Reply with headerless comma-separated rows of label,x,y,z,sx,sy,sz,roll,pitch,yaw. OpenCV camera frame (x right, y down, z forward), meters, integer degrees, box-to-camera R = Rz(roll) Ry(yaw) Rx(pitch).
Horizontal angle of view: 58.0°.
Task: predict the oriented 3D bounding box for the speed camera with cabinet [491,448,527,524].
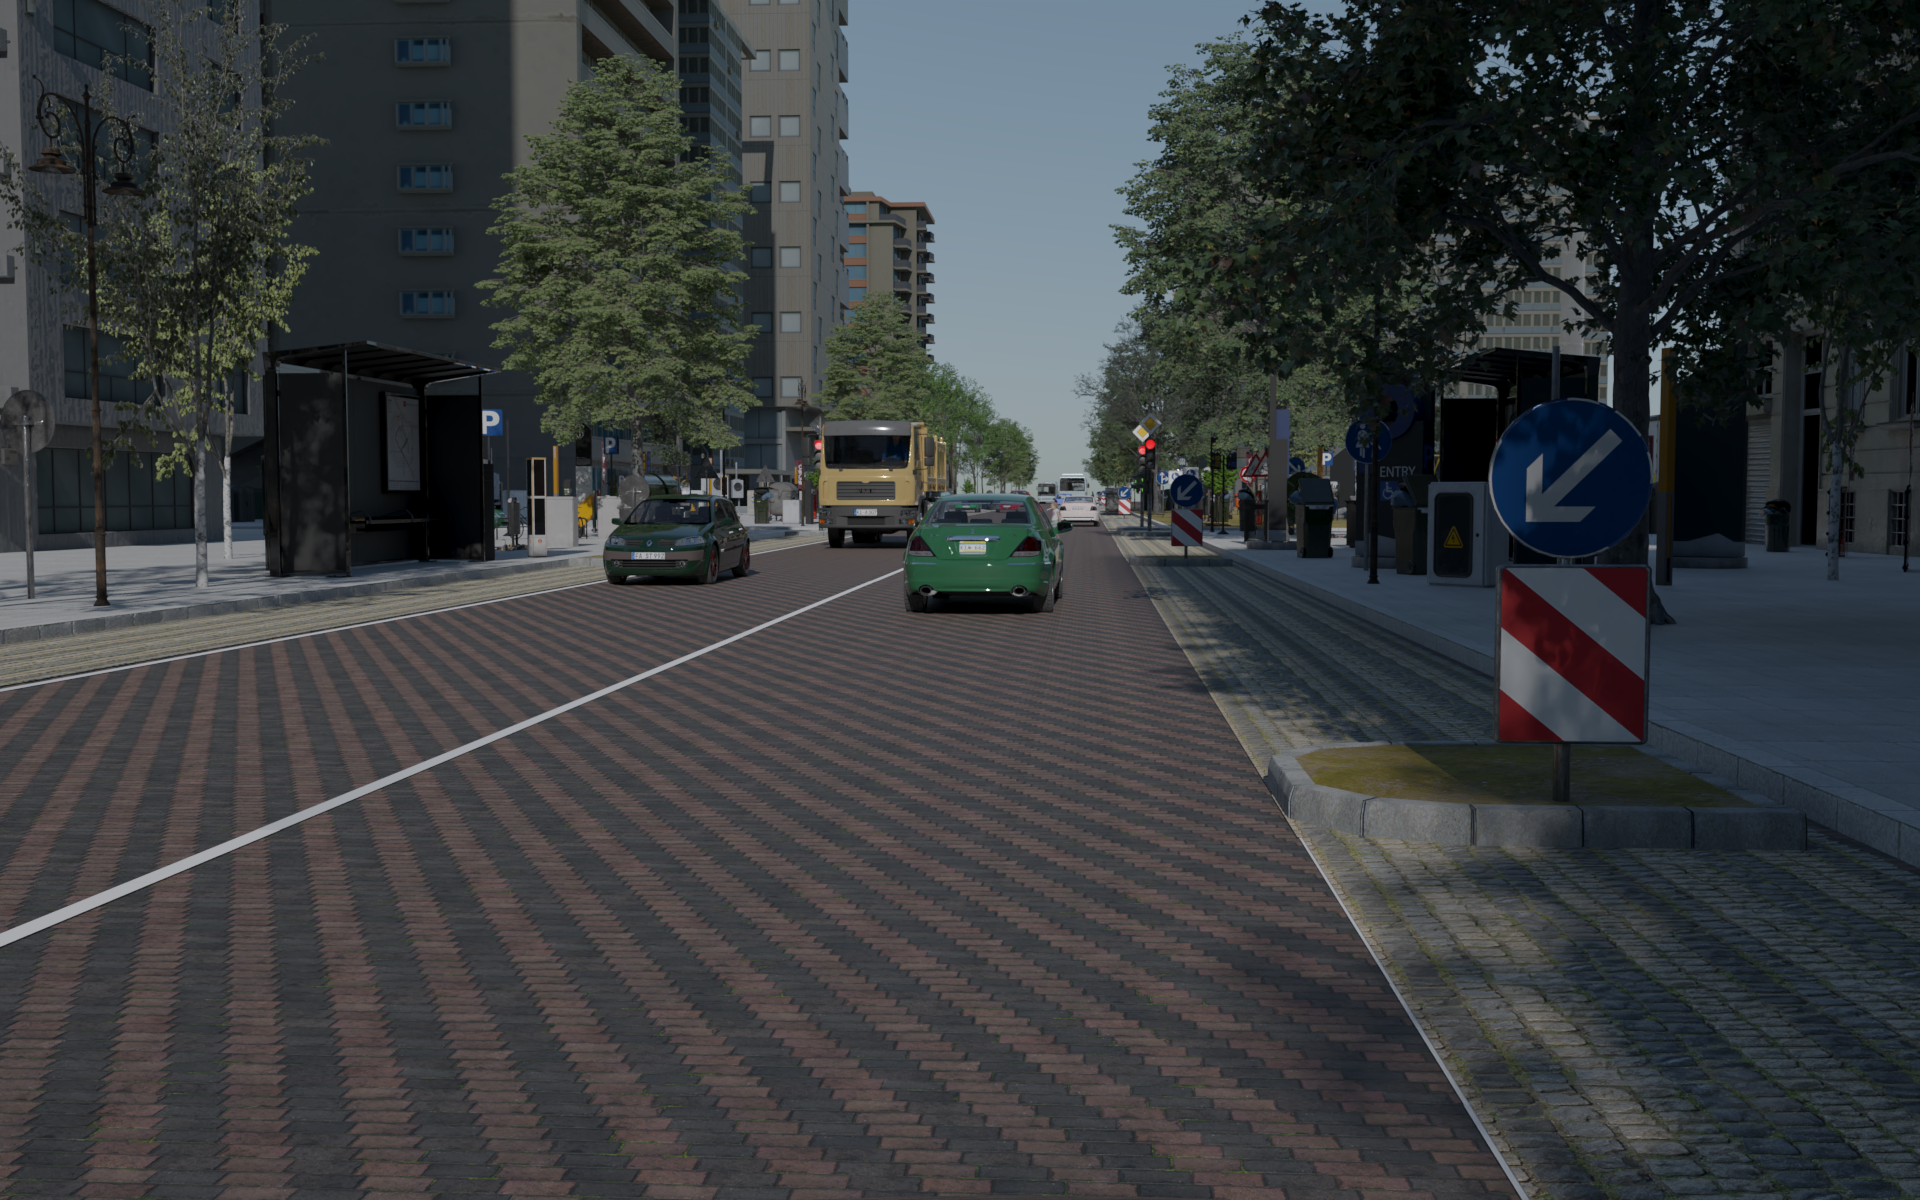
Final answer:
speed camera with cabinet,-19.775,-4.942,75.136,2.038,3.252,0.660,-3,5,-40

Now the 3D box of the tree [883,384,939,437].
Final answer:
tree,-3.274,-9.886,112.005,4.737,8.622,4.395,0,3,0

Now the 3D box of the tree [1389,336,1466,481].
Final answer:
tree,19.799,-7.717,76.527,4.360,8.622,3.978,0,3,0

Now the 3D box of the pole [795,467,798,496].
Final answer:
pole,-12.283,-8.323,129.925,0.158,3.312,0.155,0,3,0

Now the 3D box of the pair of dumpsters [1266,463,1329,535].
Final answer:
pair of dumpsters,10.864,-3.263,55.851,1.574,2.255,4.437,0,4,4

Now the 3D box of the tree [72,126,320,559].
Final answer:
tree,-14.761,-5.125,34.153,4.737,8.622,4.395,0,3,0

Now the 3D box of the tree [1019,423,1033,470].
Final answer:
tree,-0.555,-13.845,152.124,9.928,11.665,9.643,0,3,0

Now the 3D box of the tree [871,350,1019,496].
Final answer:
tree,-2.828,-12.203,125.272,9.928,11.665,9.643,0,3,0

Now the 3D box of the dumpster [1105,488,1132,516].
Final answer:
dumpster,10.485,-6.516,114.760,1.865,1.857,1.264,0,4,5

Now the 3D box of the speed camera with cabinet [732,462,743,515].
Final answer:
speed camera with cabinet,-14.499,-6.914,107.387,2.038,3.252,0.660,-1,4,-18

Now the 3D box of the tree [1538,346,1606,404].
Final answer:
tree,29.449,-8.267,85.520,4.737,8.622,4.395,0,3,0

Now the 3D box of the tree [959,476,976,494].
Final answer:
tree,0.696,-10.905,172.905,1.663,3.219,1.824,0,3,0

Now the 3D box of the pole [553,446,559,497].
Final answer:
pole,-17.157,-4.877,73.574,0.158,3.312,0.155,0,3,0

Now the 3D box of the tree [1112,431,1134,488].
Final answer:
tree,17.405,-13.949,178.432,4.737,8.622,4.395,0,3,0

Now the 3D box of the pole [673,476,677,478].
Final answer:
pole,-14.994,-5.952,91.158,0.158,3.312,0.155,0,3,0

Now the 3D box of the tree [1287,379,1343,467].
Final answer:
tree,21.079,-9.541,106.361,4.737,8.622,4.395,0,3,0

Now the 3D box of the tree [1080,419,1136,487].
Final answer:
tree,19.741,-17.922,210.031,9.611,12.733,9.660,0,3,0

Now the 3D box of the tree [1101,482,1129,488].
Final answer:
tree,26.453,-22.739,289.905,7.486,12.596,7.792,0,3,0

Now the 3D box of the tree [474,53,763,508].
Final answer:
tree,-8.934,-7.790,45.487,7.486,12.596,7.792,0,3,0

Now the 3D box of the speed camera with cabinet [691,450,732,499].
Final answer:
speed camera with cabinet,-11.438,-5.106,77.813,2.038,3.252,0.660,0,4,6

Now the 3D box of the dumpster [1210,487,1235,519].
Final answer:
dumpster,13.348,-5.055,88.410,1.264,1.857,1.865,0,4,4

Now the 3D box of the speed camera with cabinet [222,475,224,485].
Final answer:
speed camera with cabinet,-35.902,-5.466,83.705,0.660,3.252,2.038,-1,4,-21

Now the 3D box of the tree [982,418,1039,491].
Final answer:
tree,7.015,-20.691,256.431,7.486,12.596,7.792,0,3,0

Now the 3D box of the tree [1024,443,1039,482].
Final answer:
tree,9.408,-21.467,285.402,7.601,10.594,8.767,1,4,17

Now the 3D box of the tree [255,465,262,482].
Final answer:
tree,-21.129,-3.648,54.245,1.663,3.219,1.824,0,3,0

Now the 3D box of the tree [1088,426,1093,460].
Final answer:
tree,14.293,-13.332,124.627,9.857,13.997,8.962,0,3,0

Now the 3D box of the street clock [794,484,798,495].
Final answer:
street clock,-11.407,-7.083,120.371,0.358,2.002,0.471,-1,4,-15

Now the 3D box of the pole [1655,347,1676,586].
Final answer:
pole,9.884,-1.858,24.224,0.158,3.312,0.155,0,3,0

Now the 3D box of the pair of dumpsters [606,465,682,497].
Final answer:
pair of dumpsters,-10.304,-3.302,56.483,1.574,2.255,4.437,0,4,4

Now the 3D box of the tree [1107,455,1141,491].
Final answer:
tree,21.357,-16.896,226.616,4.360,8.622,3.978,0,3,0

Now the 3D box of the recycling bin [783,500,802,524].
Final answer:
recycling bin,-7.156,-3.755,73.954,0.722,1.027,0.722,0,4,5

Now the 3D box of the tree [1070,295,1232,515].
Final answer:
tree,11.977,-12.010,106.737,12.009,13.543,11.850,0,3,0

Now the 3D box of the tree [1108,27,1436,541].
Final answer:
tree,8.653,-8.559,46.602,9.857,13.997,8.962,0,3,0

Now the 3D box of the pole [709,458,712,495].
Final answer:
pole,-14.097,-6.364,97.897,0.158,3.312,0.155,0,3,0

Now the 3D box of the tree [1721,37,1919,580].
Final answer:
tree,13.255,-4.598,25.542,4.737,8.622,4.395,0,3,0

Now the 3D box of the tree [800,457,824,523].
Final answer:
tree,-5.914,-5.019,76.668,1.663,3.219,1.824,0,3,0

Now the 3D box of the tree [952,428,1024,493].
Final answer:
tree,2.386,-16.455,203.446,7.601,10.594,8.767,-1,4,-13

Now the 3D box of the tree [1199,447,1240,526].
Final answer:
tree,10.843,-4.749,72.252,1.663,3.219,1.824,0,3,0

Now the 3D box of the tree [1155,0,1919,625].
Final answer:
tree,6.768,-6.114,16.972,9.611,12.733,9.660,0,3,0

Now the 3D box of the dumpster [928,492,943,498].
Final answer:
dumpster,-1.784,-7.866,134.362,1.264,1.857,1.865,0,4,4

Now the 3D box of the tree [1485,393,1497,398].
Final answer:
tree,37.152,-10.442,121.086,4.737,8.622,4.395,0,3,0

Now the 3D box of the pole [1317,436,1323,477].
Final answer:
pole,12.413,-4.032,59.760,0.158,3.312,0.155,0,3,0

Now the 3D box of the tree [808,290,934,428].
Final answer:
tree,-4.838,-10.929,96.811,7.486,12.596,7.792,0,3,0

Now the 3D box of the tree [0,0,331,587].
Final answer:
tree,-10.696,-4.486,23.708,4.360,8.622,3.978,0,3,0

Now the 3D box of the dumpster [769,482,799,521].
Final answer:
dumpster,-8.494,-4.725,83.007,1.264,1.857,1.865,0,4,4

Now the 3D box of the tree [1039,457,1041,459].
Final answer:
tree,10.294,-23.512,302.543,7.486,12.596,7.792,0,3,0
